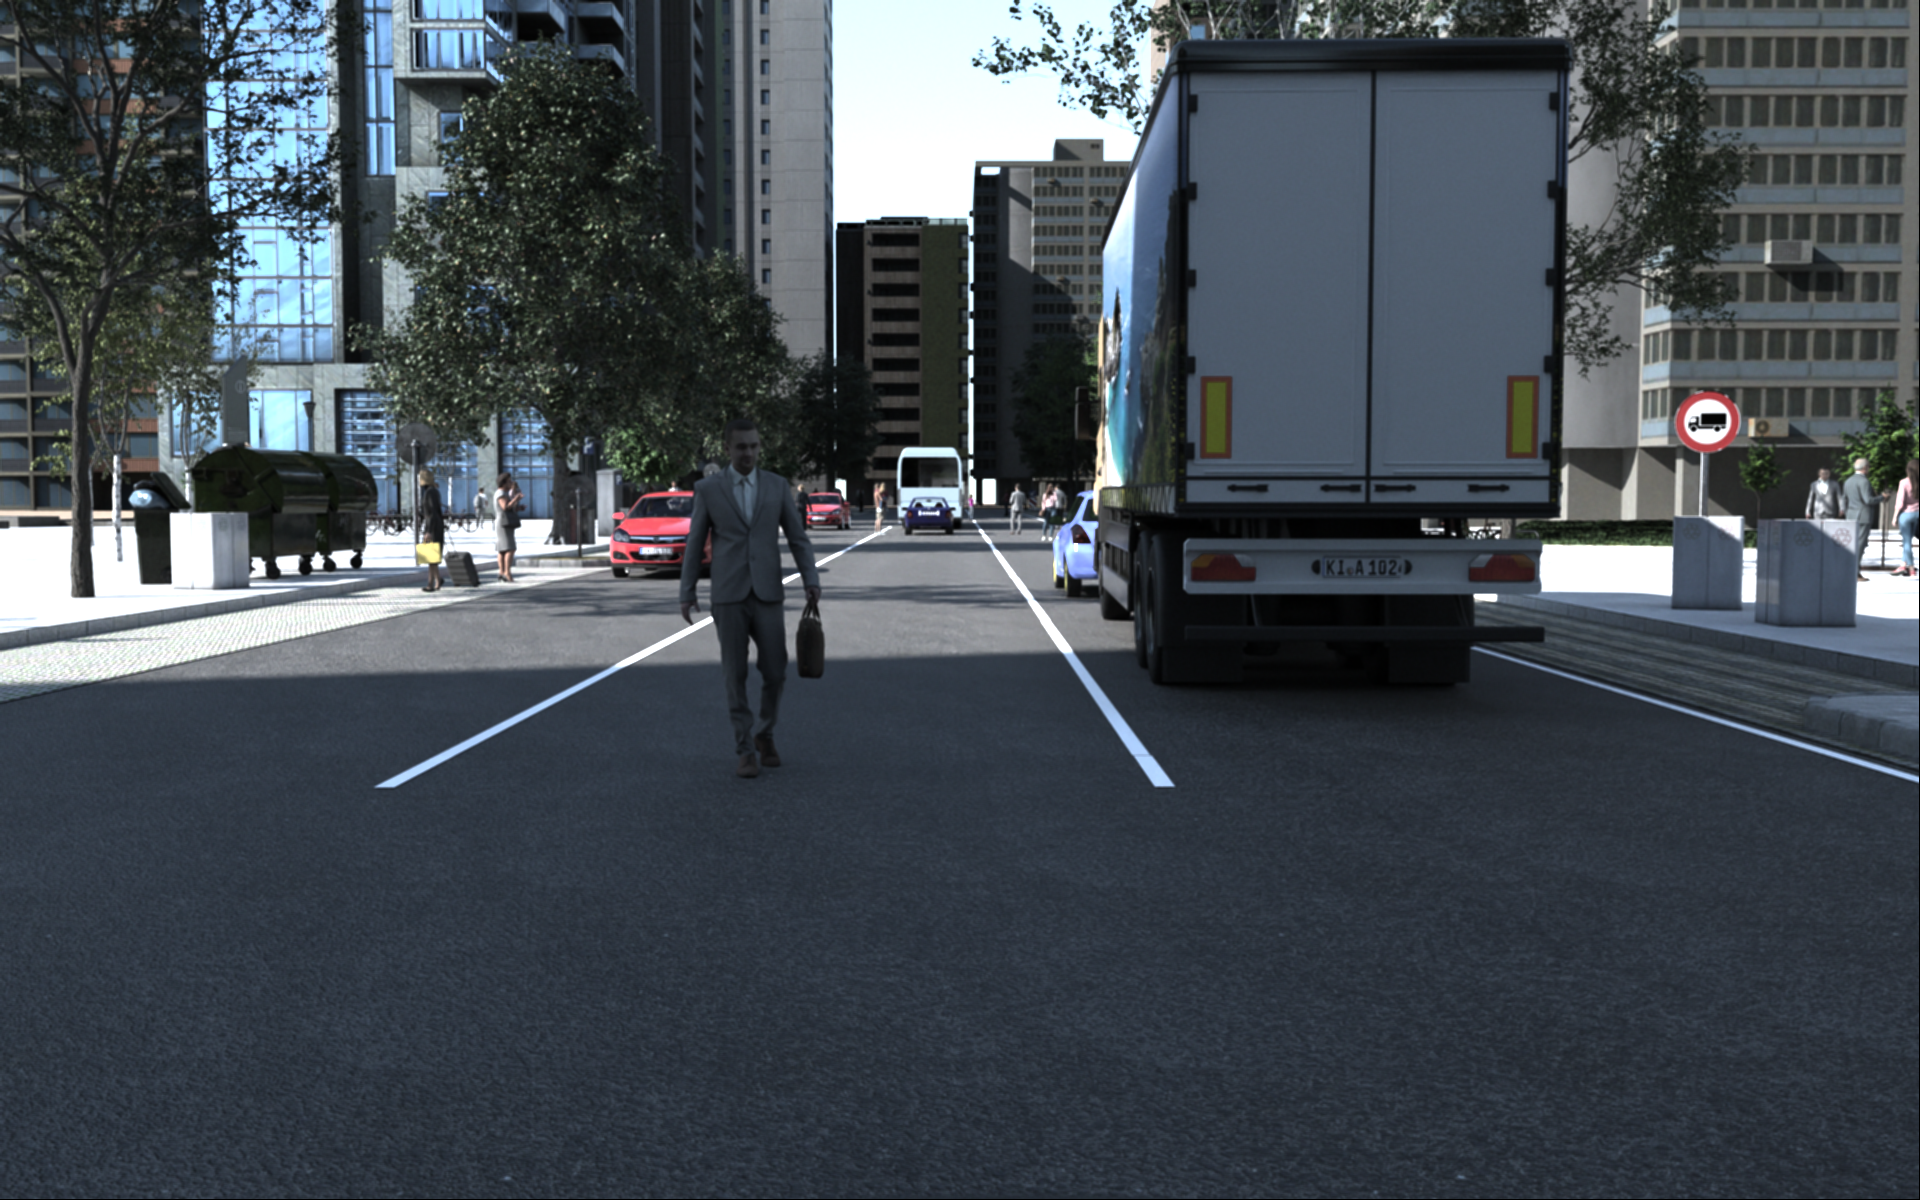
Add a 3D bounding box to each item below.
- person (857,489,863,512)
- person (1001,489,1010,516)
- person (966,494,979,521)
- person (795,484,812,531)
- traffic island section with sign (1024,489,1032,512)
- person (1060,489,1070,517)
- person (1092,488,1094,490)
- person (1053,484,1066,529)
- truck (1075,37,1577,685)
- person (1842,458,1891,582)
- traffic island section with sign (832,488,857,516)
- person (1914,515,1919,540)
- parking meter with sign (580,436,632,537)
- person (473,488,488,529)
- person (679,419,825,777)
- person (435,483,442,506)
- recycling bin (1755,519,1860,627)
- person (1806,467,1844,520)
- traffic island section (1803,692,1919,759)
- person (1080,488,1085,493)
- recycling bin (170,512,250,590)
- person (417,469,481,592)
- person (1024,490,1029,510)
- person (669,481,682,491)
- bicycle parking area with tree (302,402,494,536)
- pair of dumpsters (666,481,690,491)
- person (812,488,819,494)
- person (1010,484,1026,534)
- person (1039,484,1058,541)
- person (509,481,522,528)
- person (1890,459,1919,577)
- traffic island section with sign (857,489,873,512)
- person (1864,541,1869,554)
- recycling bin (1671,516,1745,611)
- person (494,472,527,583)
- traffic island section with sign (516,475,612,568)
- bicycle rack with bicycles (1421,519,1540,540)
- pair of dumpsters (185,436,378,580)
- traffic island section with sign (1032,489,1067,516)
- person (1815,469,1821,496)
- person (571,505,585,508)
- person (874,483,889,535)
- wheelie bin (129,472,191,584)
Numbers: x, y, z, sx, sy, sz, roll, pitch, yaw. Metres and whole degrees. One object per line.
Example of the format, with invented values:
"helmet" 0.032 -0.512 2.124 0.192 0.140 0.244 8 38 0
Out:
"person" -7.728 -7.700 134.528 0.705 1.807 1.348 -1 4 -18
"person" 2.941 -6.300 112.226 0.721 1.743 1.217 2 4 24
"person" 0.667 -5.027 93.922 0.991 1.433 0.599 3 5 41
"person" -5.544 -3.201 61.253 0.534 1.772 0.576 3 5 40
"traffic island section with sign" 5.750 -8.043 140.124 1.989 1.847 2.006 0 4 0
"person" 6.127 -5.931 106.196 1.217 1.736 0.721 1 4 10
"person" 10.986 -8.227 141.267 0.721 1.735 1.217 -1 4 -19
"person" 4.005 -3.791 70.334 0.661 1.843 0.795 -1 4 -17
"truck" 2.682 -1.675 16.296 2.839 4.237 11.283 0 4 2
"person" 13.260 -1.173 25.389 0.590 1.801 0.661 0 4 -2
"traffic island section with sign" -7.867 -6.290 111.463 1.989 1.847 2.006 0 4 0
"person" 8.104 -0.464 13.984 0.716 1.782 0.532 0 4 8
"parking meter with sign" -10.516 -3.408 51.980 1.738 3.016 0.543 2 4 26
"person" -17.493 -3.330 63.089 0.503 1.515 0.523 -3 5 -40
"person" -1.062 -0.014 8.848 0.709 1.813 0.853 -1 4 -18
"person" -23.627 -4.407 78.276 0.721 1.800 0.419 3 5 43
"recycling bin" 8.306 -0.272 17.005 0.722 1.027 0.722 0 4 5
"person" 16.720 -1.668 33.433 0.709 1.813 0.853 2 4 27
"traffic island section" 6.164 0.767 9.741 2.009 0.180 2.903 0 4 0
"person" 9.808 -8.053 138.376 0.551 1.740 0.621 -3 5 -42
"recycling bin" -10.160 -0.668 23.479 0.722 1.027 0.722 1 4 16
"person" -7.638 -1.041 25.736 0.699 1.804 1.509 1 4 20
"person" 5.444 -8.353 145.793 0.721 1.735 1.217 -3 5 -44
"person" -9.978 -3.332 60.800 0.678 1.792 0.850 1 4 9
"bicycle parking area with tree" -19.856 -4.259 56.634 9.016 4.147 8.231 2 4 25
"pair of dumpsters" -11.633 -3.989 67.720 1.574 2.255 4.437 0 4 0
"person" -12.676 -8.945 152.437 1.348 1.807 0.705 0 4 -5
"person" 2.019 -3.234 61.572 0.606 1.804 0.583 -1 4 -22
"person" 2.746 -2.723 53.616 0.593 1.750 0.643 0 4 4
"person" -16.700 -3.550 64.682 0.643 1.750 0.593 1 4 17
"person" 14.759 -1.274 26.882 0.555 1.821 0.388 -1 4 -19
"traffic island section with sign" -7.945 -7.938 138.418 1.989 1.847 2.006 0 4 0
"person" 19.273 -1.878 37.176 0.534 1.772 0.576 -2 4 -24
"recycling bin" 8.403 -0.424 19.482 0.722 1.027 0.722 1 4 22
"person" -7.232 -1.165 27.907 0.532 1.782 0.716 -1 4 -14
"traffic island section with sign" -7.625 -1.580 34.465 1.989 1.847 2.006 0 4 0
"bicycle rack with bicycles" 9.398 -1.141 32.042 2.852 0.926 2.925 -1 4 -21
"pair of dumpsters" -10.794 -1.545 27.758 1.574 2.255 4.437 0 4 0
"traffic island section with sign" 5.856 -6.306 111.726 1.989 1.847 2.006 0 4 0
"person" 21.123 -2.254 42.263 0.474 1.900 0.648 -2 4 -34
"person" -13.647 -3.157 61.930 0.475 1.303 0.640 -1 4 -15
"person" -2.793 -3.221 61.134 0.580 1.828 0.573 1 4 22
"wheelie bin" -11.446 -1.032 24.785 0.693 1.594 0.980 -1 4 -10
